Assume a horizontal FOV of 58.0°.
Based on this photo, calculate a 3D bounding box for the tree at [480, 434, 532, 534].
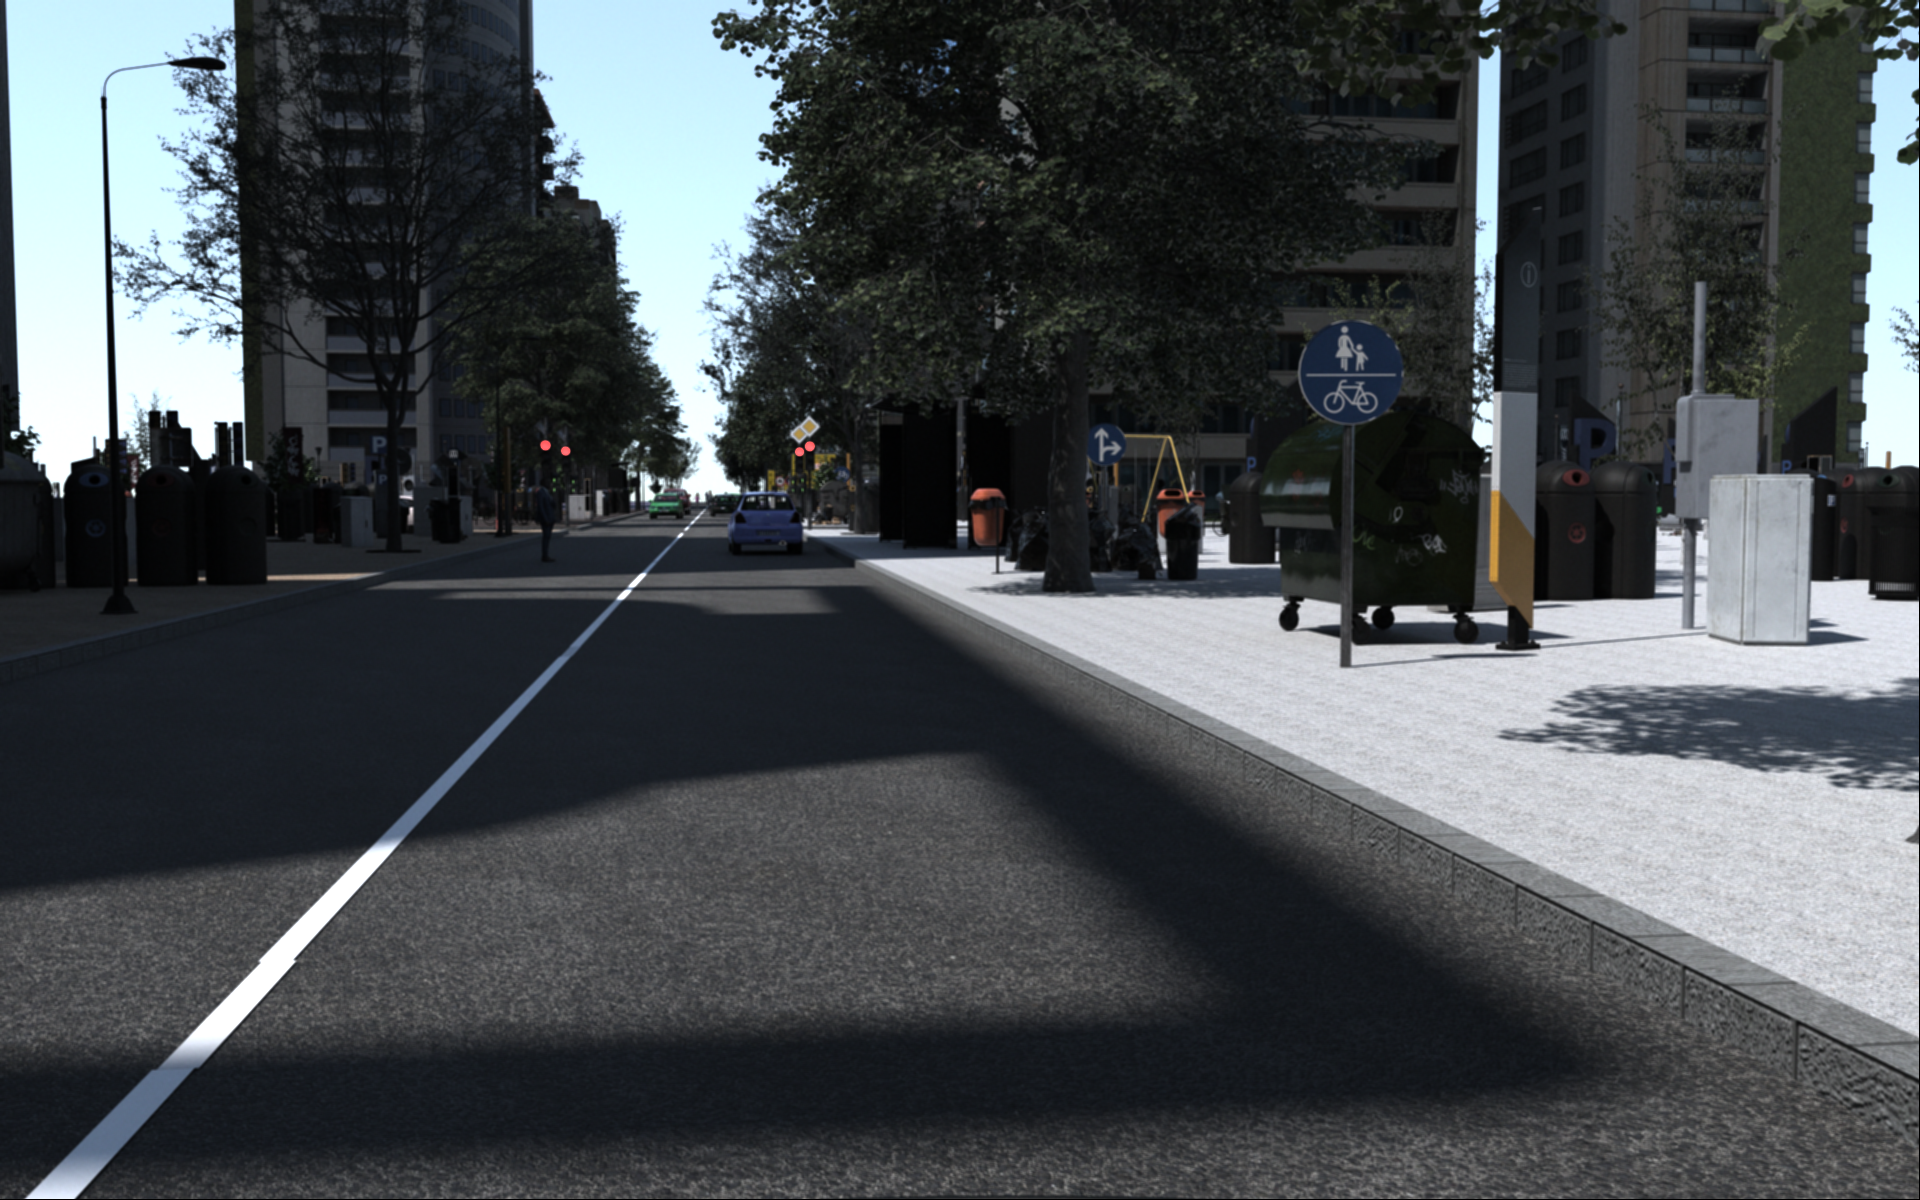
[{"bbox_3d":[-14.662,-3.750,55.920,1.663,3.219,1.824,0,3,0],"label":"tree"}]

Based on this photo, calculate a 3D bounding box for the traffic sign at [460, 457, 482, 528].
[{"bbox_3d":[-16.761,-3.626,59.387,0.768,2.556,0.104,0,4,-2],"label":"traffic sign"}]

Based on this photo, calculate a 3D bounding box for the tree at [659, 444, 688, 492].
[{"bbox_3d":[-43.120,-19.048,261.793,4.360,8.622,3.978,0,3,0],"label":"tree"}]

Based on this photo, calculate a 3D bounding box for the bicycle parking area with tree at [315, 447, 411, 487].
[{"bbox_3d":[-36.779,-7.321,106.699,8.231,4.147,9.016,0,4,-1],"label":"bicycle parking area with tree"}]

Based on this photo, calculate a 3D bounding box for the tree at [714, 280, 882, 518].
[{"bbox_3d":[-8.464,-10.758,92.895,9.611,12.733,9.660,0,3,0],"label":"tree"}]

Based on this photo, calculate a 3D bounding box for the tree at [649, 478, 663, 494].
[{"bbox_3d":[-32.466,-11.678,185.543,1.663,3.219,1.824,0,3,0],"label":"tree"}]

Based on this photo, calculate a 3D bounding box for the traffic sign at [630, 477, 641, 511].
[{"bbox_3d":[-24.195,-7.898,129.232,0.768,2.556,0.104,0,4,-5],"label":"traffic sign"}]

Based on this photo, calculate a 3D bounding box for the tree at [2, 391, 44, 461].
[{"bbox_3d":[-15.647,-2.027,27.746,1.663,3.219,1.824,0,3,0],"label":"tree"}]

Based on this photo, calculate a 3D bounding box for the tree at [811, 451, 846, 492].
[{"bbox_3d":[-5.894,-5.077,77.615,1.663,3.219,1.824,0,3,0],"label":"tree"}]

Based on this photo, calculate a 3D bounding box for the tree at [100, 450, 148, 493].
[{"bbox_3d":[-53.773,-7.775,110.828,4.285,4.588,4.351,0,3,0],"label":"tree"}]

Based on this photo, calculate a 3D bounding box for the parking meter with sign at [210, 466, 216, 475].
[{"bbox_3d":[-46.820,-6.920,109.404,0.543,3.016,1.738,-1,4,-10],"label":"parking meter with sign"}]

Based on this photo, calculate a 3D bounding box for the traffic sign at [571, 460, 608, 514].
[{"bbox_3d":[-22.457,-6.786,104.820,2.265,3.308,0.079,0,4,-6],"label":"traffic sign"}]

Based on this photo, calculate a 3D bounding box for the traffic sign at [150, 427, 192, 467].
[{"bbox_3d":[-12.103,-1.497,26.611,0.606,2.300,0.079,0,4,-6],"label":"traffic sign"}]

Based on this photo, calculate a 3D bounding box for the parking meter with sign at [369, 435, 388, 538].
[{"bbox_3d":[-16.984,-3.339,50.862,0.543,3.016,1.738,-1,4,-21],"label":"parking meter with sign"}]

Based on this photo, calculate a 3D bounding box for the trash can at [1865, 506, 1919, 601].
[{"bbox_3d":[11.372,-0.571,20.994,0.748,1.137,0.748,0,3,0],"label":"trash can"}]

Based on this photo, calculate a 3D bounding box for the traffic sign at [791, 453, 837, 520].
[{"bbox_3d":[-7.265,-5.644,86.148,2.265,3.308,0.079,0,4,-3],"label":"traffic sign"}]

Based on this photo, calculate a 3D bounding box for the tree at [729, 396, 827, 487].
[{"bbox_3d":[-14.600,-12.428,137.609,8.767,10.594,7.601,-2,4,-27],"label":"tree"}]

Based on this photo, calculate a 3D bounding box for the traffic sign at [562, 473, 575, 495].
[{"bbox_3d":[-22.714,-6.147,100.617,0.768,2.556,0.104,0,4,-3],"label":"traffic sign"}]

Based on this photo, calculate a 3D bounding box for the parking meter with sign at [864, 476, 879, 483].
[{"bbox_3d":[-3.676,-4.692,72.982,1.738,3.016,0.543,-3,5,-39],"label":"parking meter with sign"}]

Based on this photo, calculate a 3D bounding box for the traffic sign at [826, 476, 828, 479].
[{"bbox_3d":[-6.430,-5.039,82.494,0.768,2.556,0.104,0,4,-3],"label":"traffic sign"}]

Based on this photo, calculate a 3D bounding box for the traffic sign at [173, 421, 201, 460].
[{"bbox_3d":[-13.914,-1.885,30.826,0.884,2.594,0.081,0,4,-6],"label":"traffic sign"}]

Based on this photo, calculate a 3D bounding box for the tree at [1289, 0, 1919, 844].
[{"bbox_3d":[3.880,-5.397,6.365,7.486,12.596,7.792,0,3,0],"label":"tree"}]

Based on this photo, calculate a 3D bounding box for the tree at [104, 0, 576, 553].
[{"bbox_3d":[-12.465,-7.795,37.823,12.009,13.543,11.850,0,3,0],"label":"tree"}]

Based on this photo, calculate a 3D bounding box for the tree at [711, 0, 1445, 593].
[{"bbox_3d":[1.477,-7.089,22.554,9.857,13.997,8.962,0,3,0],"label":"tree"}]

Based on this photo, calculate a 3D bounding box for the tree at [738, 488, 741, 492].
[{"bbox_3d":[-36.903,-21.355,299.518,4.360,8.622,3.978,0,3,0],"label":"tree"}]

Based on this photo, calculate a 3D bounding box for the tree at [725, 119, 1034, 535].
[{"bbox_3d":[-3.231,-8.790,54.079,12.009,13.543,11.850,0,3,0],"label":"tree"}]

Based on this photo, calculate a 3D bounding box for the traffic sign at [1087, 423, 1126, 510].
[{"bbox_3d":[2.605,-1.903,31.214,0.768,2.556,0.104,0,4,-1],"label":"traffic sign"}]

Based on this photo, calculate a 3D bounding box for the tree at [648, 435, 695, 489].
[{"bbox_3d":[-41.902,-19.309,250.116,7.601,10.594,8.767,-1,4,-9],"label":"tree"}]

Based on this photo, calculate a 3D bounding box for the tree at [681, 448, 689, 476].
[{"bbox_3d":[-36.492,-16.354,217.750,4.737,8.622,4.395,0,3,0],"label":"tree"}]

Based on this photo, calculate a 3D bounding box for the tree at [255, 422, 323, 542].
[{"bbox_3d":[-18.194,-3.181,46.615,1.663,3.219,1.824,0,3,0],"label":"tree"}]

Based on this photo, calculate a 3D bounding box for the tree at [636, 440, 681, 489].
[{"bbox_3d":[-35.900,-15.500,203.786,4.737,8.622,4.395,0,3,0],"label":"tree"}]

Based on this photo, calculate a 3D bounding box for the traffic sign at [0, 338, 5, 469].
[{"bbox_3d":[-10.830,-1.446,17.520,2.265,3.308,0.079,0,4,-1],"label":"traffic sign"}]

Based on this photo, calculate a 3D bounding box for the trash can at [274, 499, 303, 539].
[{"bbox_3d":[-18.722,-2.243,48.326,0.748,1.137,0.748,0,3,0],"label":"trash can"}]

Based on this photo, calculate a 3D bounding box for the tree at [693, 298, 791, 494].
[{"bbox_3d":[-19.778,-19.147,168.938,12.611,20.169,13.585,0,3,0],"label":"tree"}]

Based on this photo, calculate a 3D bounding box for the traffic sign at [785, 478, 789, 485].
[{"bbox_3d":[-11.052,-6.914,113.148,0.768,2.556,0.104,0,4,-6],"label":"traffic sign"}]

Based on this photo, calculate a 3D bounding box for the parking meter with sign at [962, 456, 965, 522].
[{"bbox_3d":[-0.668,-5.045,78.754,1.738,3.016,0.543,0,4,-6],"label":"parking meter with sign"}]

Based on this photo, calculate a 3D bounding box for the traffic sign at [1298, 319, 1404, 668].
[{"bbox_3d":[2.856,-0.773,12.747,0.768,2.556,0.104,0,4,2],"label":"traffic sign"}]

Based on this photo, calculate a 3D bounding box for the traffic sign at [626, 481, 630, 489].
[{"bbox_3d":[-25.851,-8.075,134.158,0.606,2.300,0.079,0,4,-7],"label":"traffic sign"}]

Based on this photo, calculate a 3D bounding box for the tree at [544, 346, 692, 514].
[{"bbox_3d":[-23.333,-11.443,112.847,9.928,11.665,9.643,0,3,0],"label":"tree"}]

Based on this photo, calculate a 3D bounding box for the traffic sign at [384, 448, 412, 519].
[{"bbox_3d":[-15.547,-2.925,47.923,0.768,2.556,0.104,0,4,1],"label":"traffic sign"}]

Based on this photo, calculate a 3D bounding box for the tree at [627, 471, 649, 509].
[{"bbox_3d":[-27.933,-9.361,147.649,1.663,3.219,1.824,0,3,0],"label":"tree"}]

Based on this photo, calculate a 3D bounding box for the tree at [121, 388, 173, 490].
[{"bbox_3d":[-56.177,-10.377,120.033,4.360,8.622,3.978,0,3,0],"label":"tree"}]

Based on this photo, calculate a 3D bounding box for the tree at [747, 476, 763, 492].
[{"bbox_3d":[-22.184,-11.697,185.846,1.663,3.219,1.824,0,3,0],"label":"tree"}]

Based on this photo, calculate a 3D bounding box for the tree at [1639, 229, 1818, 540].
[{"bbox_3d":[21.120,-5.983,48.188,4.737,8.622,4.395,0,3,0],"label":"tree"}]

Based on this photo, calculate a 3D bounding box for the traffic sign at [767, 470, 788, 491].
[{"bbox_3d":[-14.877,-9.187,144.086,2.265,3.308,0.079,0,4,-5],"label":"traffic sign"}]

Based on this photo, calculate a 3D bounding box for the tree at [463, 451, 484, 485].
[{"bbox_3d":[-37.896,-9.064,131.913,4.285,4.588,4.351,0,3,0],"label":"tree"}]

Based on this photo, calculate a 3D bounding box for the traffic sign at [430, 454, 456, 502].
[{"bbox_3d":[-14.702,-2.946,49.346,0.795,2.450,0.064,0,4,-2],"label":"traffic sign"}]

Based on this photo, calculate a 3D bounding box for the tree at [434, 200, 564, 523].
[{"bbox_3d":[-17.695,-10.312,75.248,9.857,13.997,8.962,0,3,0],"label":"tree"}]

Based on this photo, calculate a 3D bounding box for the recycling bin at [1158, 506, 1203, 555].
[{"bbox_3d":[4.692,-1.490,36.916,0.722,1.027,0.722,-2,4,-27],"label":"recycling bin"}]

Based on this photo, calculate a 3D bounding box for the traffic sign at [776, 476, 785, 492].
[{"bbox_3d":[-12.379,-7.287,119.254,0.768,2.556,0.104,0,4,-2],"label":"traffic sign"}]

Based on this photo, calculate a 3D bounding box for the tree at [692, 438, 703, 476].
[{"bbox_3d":[-48.747,-22.928,300.620,9.928,11.665,9.643,0,3,0],"label":"tree"}]

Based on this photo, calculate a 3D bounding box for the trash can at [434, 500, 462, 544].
[{"bbox_3d":[-13.315,-2.043,45.059,0.748,1.137,0.748,0,3,0],"label":"trash can"}]

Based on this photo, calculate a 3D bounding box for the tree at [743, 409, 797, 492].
[{"bbox_3d":[-13.114,-10.975,129.807,4.360,8.622,3.978,0,3,0],"label":"tree"}]

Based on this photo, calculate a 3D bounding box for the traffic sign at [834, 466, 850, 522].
[{"bbox_3d":[-5.379,-4.823,78.958,0.768,2.556,0.104,0,4,0],"label":"traffic sign"}]

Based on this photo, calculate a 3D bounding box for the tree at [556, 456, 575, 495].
[{"bbox_3d":[-28.903,-8.836,128.179,4.285,4.588,4.351,0,3,0],"label":"tree"}]
